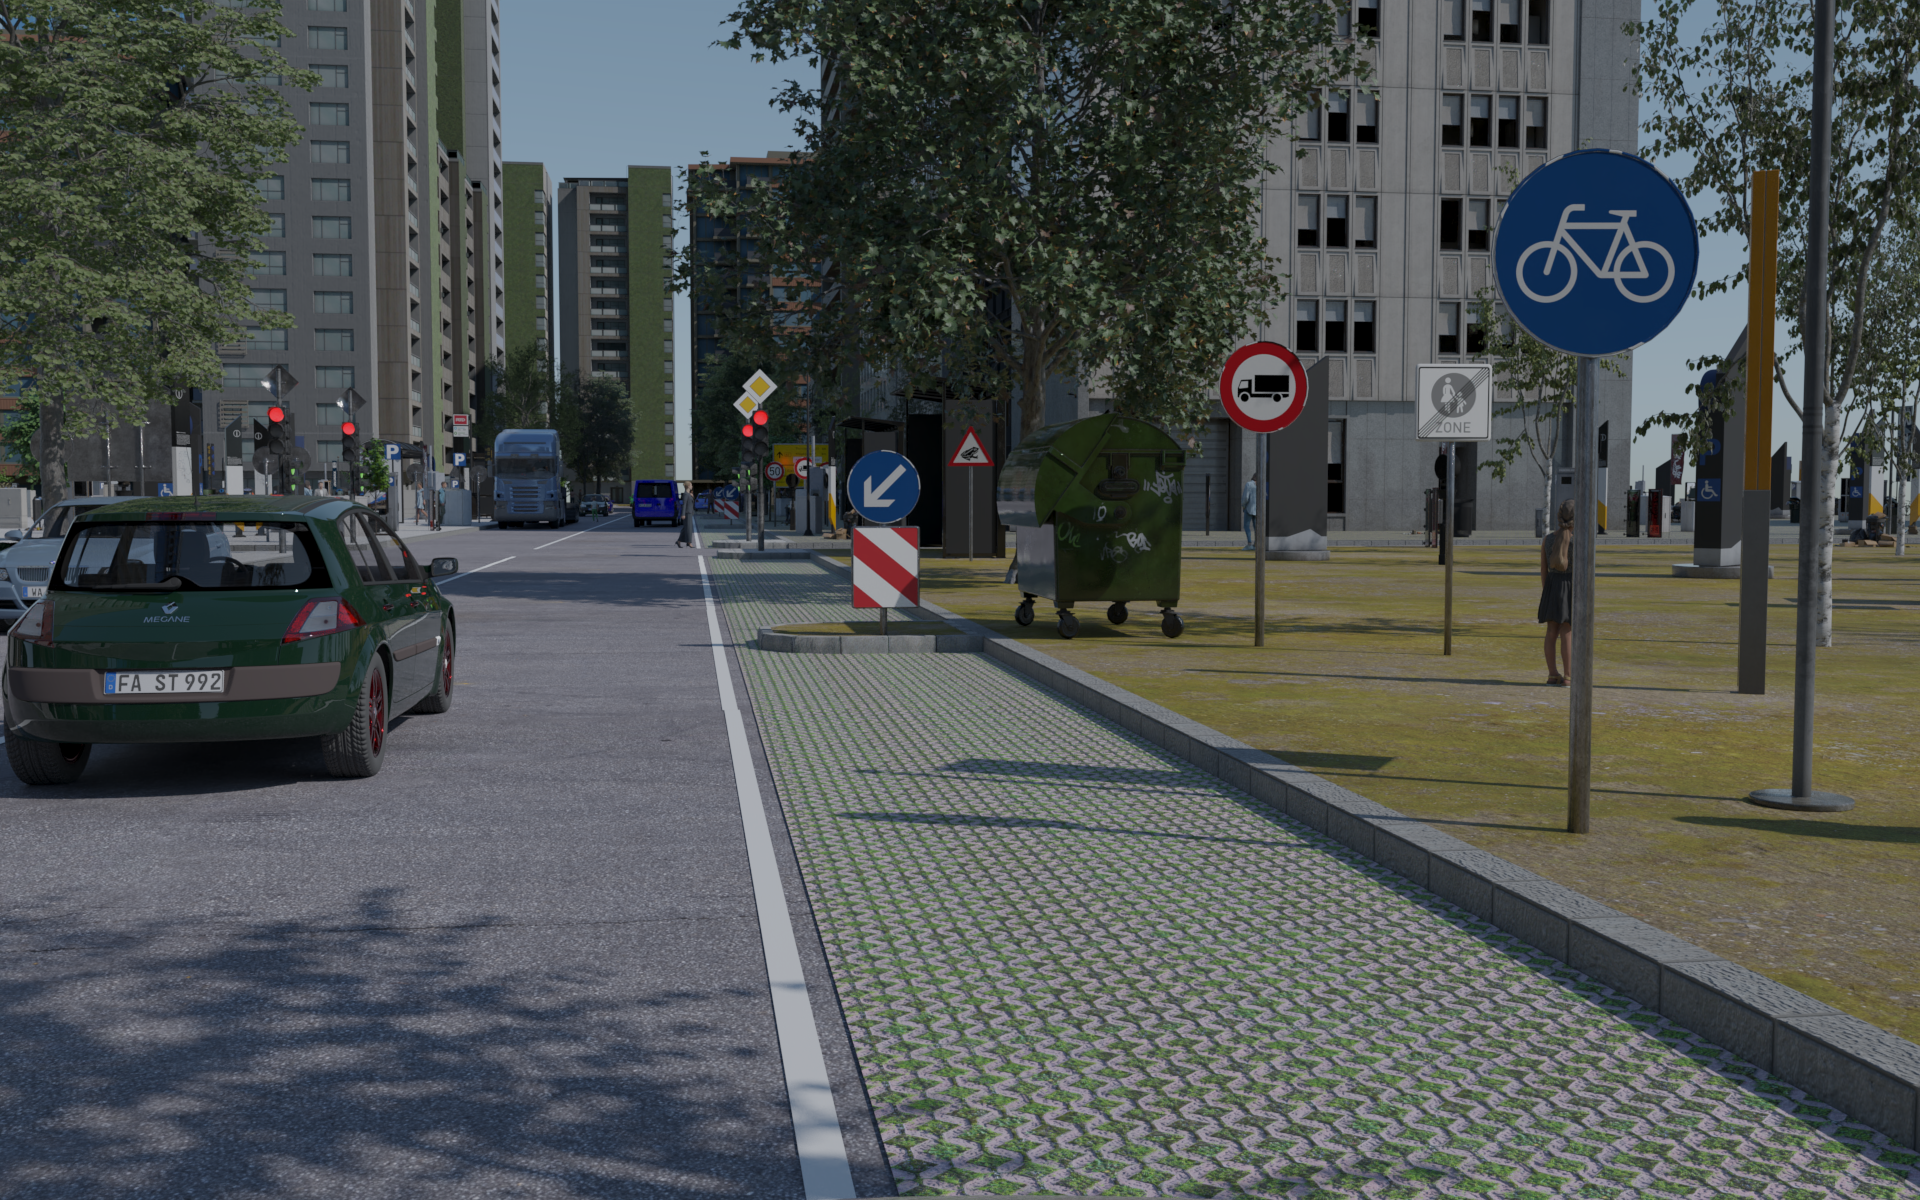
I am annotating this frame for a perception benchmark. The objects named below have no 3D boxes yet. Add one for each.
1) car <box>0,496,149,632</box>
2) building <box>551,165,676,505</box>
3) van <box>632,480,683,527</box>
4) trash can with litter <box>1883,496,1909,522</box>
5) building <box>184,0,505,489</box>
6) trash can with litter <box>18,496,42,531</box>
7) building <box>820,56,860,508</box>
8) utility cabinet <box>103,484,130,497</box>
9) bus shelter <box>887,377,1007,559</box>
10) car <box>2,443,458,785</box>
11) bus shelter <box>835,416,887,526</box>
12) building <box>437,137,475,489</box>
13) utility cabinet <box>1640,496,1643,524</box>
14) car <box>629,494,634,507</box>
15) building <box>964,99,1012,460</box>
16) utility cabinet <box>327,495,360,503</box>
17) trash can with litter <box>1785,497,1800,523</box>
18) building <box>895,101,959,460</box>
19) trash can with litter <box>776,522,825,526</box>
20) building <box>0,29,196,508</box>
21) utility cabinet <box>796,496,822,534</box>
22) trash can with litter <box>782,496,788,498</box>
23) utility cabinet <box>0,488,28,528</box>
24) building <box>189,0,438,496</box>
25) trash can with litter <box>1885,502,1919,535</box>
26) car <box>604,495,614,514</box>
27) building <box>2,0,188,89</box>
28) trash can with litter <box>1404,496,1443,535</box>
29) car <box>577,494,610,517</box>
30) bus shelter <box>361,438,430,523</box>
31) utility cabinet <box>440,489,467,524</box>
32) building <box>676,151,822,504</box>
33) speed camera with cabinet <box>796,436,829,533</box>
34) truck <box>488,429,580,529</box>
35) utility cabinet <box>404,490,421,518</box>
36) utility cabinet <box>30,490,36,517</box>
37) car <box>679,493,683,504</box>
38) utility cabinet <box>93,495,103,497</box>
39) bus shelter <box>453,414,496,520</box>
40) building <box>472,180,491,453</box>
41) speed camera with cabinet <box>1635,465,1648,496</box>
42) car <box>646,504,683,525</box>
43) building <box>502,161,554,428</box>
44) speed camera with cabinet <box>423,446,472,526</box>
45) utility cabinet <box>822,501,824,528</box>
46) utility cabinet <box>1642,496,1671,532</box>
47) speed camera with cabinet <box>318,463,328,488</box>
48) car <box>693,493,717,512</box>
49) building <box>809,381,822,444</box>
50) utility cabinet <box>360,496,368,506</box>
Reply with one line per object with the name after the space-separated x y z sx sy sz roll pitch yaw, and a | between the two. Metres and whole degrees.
-9.521 -0.464 19.583 2.014 1.417 4.499 -1 4 -10 | car
-42.950 -32.655 217.499 14.086 41.232 14.154 -1 4 -9 | building
-13.323 -4.398 76.289 2.240 2.365 5.245 0 4 -7 | van
42.743 -4.241 80.390 2.233 1.210 1.678 3 4 36 | trash can with litter
-59.738 -38.409 169.983 28.212 58.520 21.231 -1 4 -9 | building
-32.448 -3.077 61.361 1.678 1.210 2.233 -1 4 -10 | trash can with litter
-0.643 -32.249 150.972 21.300 48.544 21.600 -1 4 -9 | building
-18.063 -1.739 37.117 0.318 1.500 1.173 -1 4 -14 | utility cabinet
-0.307 -2.818 37.355 1.731 3.624 6.357 -1 4 -9 | bus shelter
-4.007 -0.015 10.024 2.009 1.686 4.222 -1 4 -9 | car
-2.900 -3.905 55.122 1.731 3.624 6.357 -1 4 -9 | bus shelter
-47.275 -22.412 138.145 14.160 30.474 14.107 -1 4 -9 | building
29.529 -3.864 74.338 1.020 1.237 0.306 0 4 4 | utility cabinet
-35.560 -11.166 191.360 1.959 1.807 4.718 -1 4 -9 | car
7.334 -15.212 78.401 12.332 23.373 15.834 -1 4 -9 | building
-21.436 -2.987 59.991 1.020 1.237 0.306 -1 4 -18 | utility cabinet
36.940 -3.967 76.253 1.055 1.170 0.624 -2 4 -24 | trash can with litter
3.487 -17.056 96.885 12.078 24.808 19.932 -1 4 -9 | building
-6.415 -3.649 70.718 2.233 1.210 1.678 -1 4 -10 | trash can with litter
-88.010 -31.306 166.478 28.867 44.769 22.147 -1 4 -9 | building
-4.916 -2.779 56.590 0.306 1.237 1.020 -3 5 -43 | utility cabinet
-10.054 -5.564 102.362 1.055 1.170 0.624 2 4 32 | trash can with litter
-35.108 -3.385 64.021 1.173 1.500 0.318 1 4 12 | utility cabinet
-45.335 -26.914 123.636 14.154 41.232 14.086 -1 4 -9 | building
29.970 -2.672 55.075 1.055 1.170 0.624 1 4 21 | trash can with litter
-26.444 -7.028 127.489 1.945 1.354 3.894 -1 4 -10 | car
-101.441 -54.944 211.002 31.000 86.520 22.319 -1 4 -9 | building
14.927 -2.717 55.475 2.233 1.210 1.678 -2 4 -35 | trash can with litter
-23.348 -6.158 110.470 2.009 1.686 4.222 -1 4 -9 | car
-21.566 -4.398 65.826 2.014 3.302 5.546 -1 4 -9 | bus shelter
-21.348 -3.930 72.935 1.173 1.500 0.318 1 4 13 | utility cabinet
-22.262 -34.829 224.080 28.867 44.769 22.147 -1 4 -9 | building
-4.951 -3.906 58.201 0.660 3.252 2.038 1 4 12 | speed camera with cabinet
-18.846 -5.389 77.875 2.967 4.110 18.799 -1 4 -9 | truck
-29.529 -5.182 93.404 1.173 1.500 0.318 -1 4 -14 | utility cabinet
-51.469 -5.321 95.674 1.173 1.500 0.318 3 4 36 | utility cabinet
-23.457 -8.223 144.030 1.945 1.707 3.694 -1 4 -8 | car
-40.237 -4.305 81.547 1.020 1.237 0.306 -1 4 -17 | utility cabinet
-24.741 -6.854 89.701 2.179 5.291 8.768 -1 4 -9 | bus shelter
-49.239 -23.265 152.091 14.160 30.474 14.107 -1 4 -9 | building
46.879 -7.628 119.060 0.660 3.252 2.038 2 4 32 | speed camera with cabinet
-13.812 -4.182 80.949 1.945 1.354 3.894 -1 4 -10 | car
-57.893 -32.503 215.013 14.086 41.232 14.154 -1 4 -9 | building
-20.892 -4.663 70.583 2.038 3.252 0.660 2 4 24 | speed camera with cabinet
-5.227 -3.363 63.665 0.318 1.500 1.173 0 4 4 | utility cabinet
23.678 -2.909 58.719 1.020 1.237 0.306 -2 4 -34 | utility cabinet
-41.069 -7.165 111.479 0.660 3.252 2.038 -2 4 -24 | speed camera with cabinet
-20.939 -8.121 142.373 1.945 1.707 3.694 -1 4 -9 | car
-0.689 -20.322 177.300 27.650 21.520 28.899 -1 4 -9 | building
-27.328 -4.114 78.428 0.306 1.237 1.020 3 4 36 | utility cabinet
